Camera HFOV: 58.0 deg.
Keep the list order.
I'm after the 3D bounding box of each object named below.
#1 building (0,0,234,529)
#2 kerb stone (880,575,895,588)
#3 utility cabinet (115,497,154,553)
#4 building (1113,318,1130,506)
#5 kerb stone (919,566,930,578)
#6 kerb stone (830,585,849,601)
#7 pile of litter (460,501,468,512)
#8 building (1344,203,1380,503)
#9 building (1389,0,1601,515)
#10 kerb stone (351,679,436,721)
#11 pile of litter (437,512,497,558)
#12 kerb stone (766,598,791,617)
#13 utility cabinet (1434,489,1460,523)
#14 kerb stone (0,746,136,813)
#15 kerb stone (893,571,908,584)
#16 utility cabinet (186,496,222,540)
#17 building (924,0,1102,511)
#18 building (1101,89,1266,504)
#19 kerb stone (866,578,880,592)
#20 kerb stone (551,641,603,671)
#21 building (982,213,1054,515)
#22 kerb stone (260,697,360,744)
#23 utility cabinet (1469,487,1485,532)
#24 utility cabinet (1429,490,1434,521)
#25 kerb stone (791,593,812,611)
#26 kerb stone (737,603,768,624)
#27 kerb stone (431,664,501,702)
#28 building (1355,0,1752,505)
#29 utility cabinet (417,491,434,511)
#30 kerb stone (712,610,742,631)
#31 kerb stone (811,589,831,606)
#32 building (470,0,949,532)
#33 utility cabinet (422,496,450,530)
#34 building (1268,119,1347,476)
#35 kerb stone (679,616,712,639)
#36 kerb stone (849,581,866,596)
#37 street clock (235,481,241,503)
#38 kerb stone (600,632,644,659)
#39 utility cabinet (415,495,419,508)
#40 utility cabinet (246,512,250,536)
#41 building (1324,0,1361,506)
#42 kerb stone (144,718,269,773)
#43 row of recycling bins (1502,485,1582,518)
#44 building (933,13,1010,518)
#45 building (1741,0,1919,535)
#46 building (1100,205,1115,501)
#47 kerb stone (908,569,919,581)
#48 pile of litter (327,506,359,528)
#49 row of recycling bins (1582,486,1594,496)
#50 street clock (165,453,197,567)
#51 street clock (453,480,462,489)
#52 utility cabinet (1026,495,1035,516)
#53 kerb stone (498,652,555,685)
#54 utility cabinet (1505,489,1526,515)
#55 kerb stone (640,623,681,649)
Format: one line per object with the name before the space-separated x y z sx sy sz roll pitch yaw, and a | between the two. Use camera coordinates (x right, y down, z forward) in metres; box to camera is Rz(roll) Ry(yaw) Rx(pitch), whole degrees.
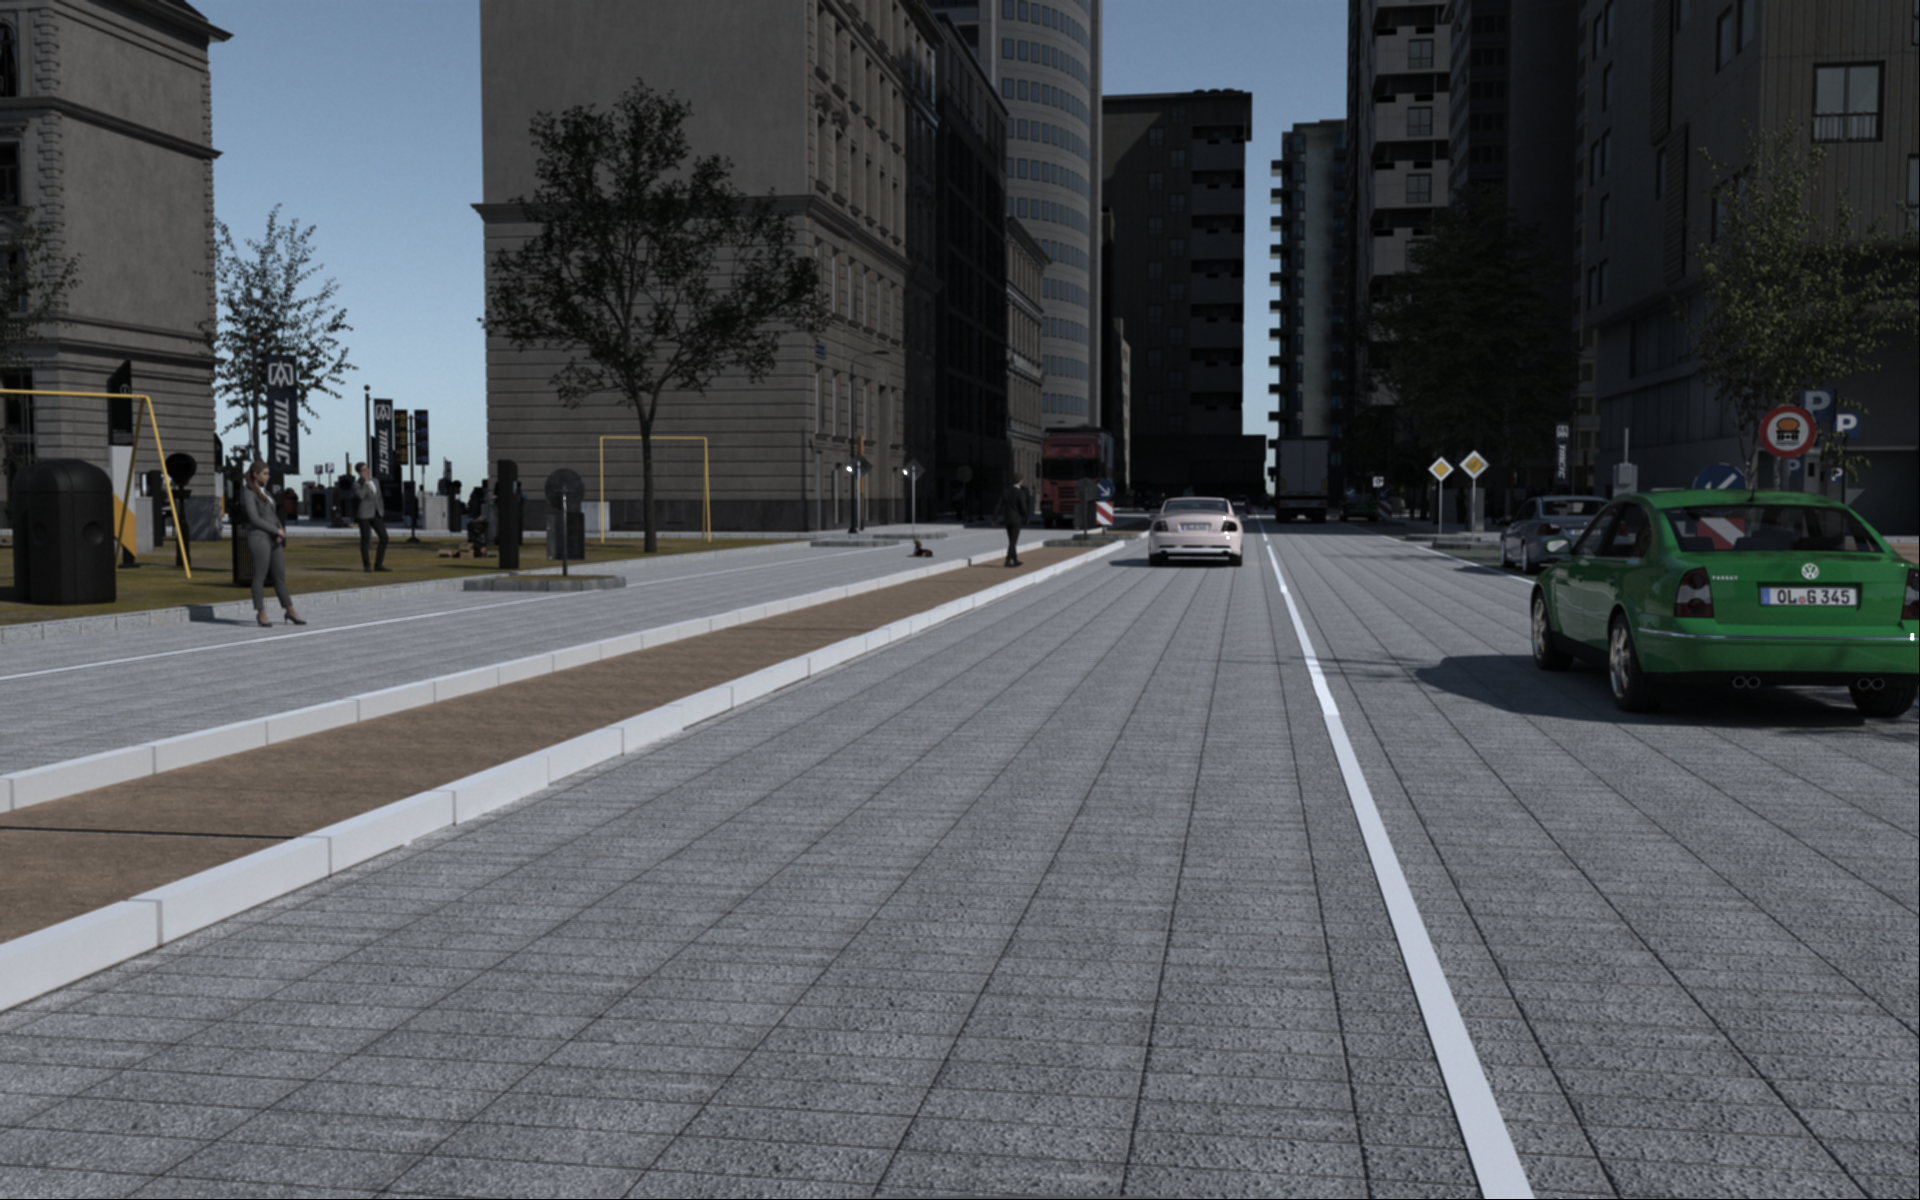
building | -40.521 -14.611 67.768 19.941 23.489 11.050 1 4 9
kerb stone | -1.197 -0.260 26.511 0.120 0.150 1.000 1 4 9
utility cabinet | -18.219 -1.634 37.875 1.020 1.237 0.306 -2 4 -34
building | 3.567 -21.305 193.367 28.899 21.520 27.650 1 4 9
kerb stone | -0.704 -0.448 29.537 0.120 0.150 1.000 1 4 9
kerb stone | -1.717 -0.079 23.480 0.120 0.150 1.000 1 4 9
pile of litter | -30.655 -5.713 107.373 1.176 0.858 1.719 -2 4 -27
building | 45.514 -24.519 172.580 14.160 30.474 14.107 1 4 9
building | 44.891 -25.698 112.045 32.217 40.220 23.993 1 4 9
kerb stone | -3.734 0.664 11.341 0.120 0.150 1.000 1 4 9
pile of litter | -10.020 -1.296 35.158 1.176 0.858 1.719 -1 4 -18
kerb stone | -2.214 0.107 20.445 0.120 0.150 1.000 1 4 9
utility cabinet | 21.860 -4.189 77.174 1.173 1.500 0.318 3 5 44
kerb stone | -4.241 0.849 8.310 0.120 0.150 1.000 1 4 9
kerb stone | -1.030 -0.326 27.519 0.120 0.150 1.000 1 4 9
utility cabinet | -21.195 -2.289 48.592 1.020 1.237 0.306 1 4 21
building | 0.259 -36.932 145.829 21.231 58.520 28.212 1 4 9
building | 26.303 -39.015 227.138 27.495 52.752 28.713 1 4 9
kerb stone | -1.374 -0.199 25.504 0.120 0.150 1.000 1 4 9
kerb stone | -3.227 0.478 14.372 0.120 0.150 1.000 1 4 9
building | -0.651 -17.154 116.626 11.583 22.565 21.152 1 4 9
kerb stone | -3.905 0.729 10.330 0.120 0.150 1.000 1 4 9
utility cabinet | 17.398 -3.033 58.262 0.318 1.500 1.173 0 4 7
utility cabinet | 22.387 -4.419 80.925 0.318 1.500 1.173 -1 4 -20
kerb stone | -2.047 0.048 21.453 0.120 0.150 1.000 1 4 9
kerb stone | -2.383 0.169 19.434 0.120 0.150 1.000 1 4 9
kerb stone | -3.564 0.602 12.350 0.120 0.150 1.000 1 4 9
building | 48.996 -34.314 150.273 28.713 52.752 27.495 1 4 9
utility cabinet | -40.648 -7.528 131.755 1.173 1.500 0.318 -3 5 -41
kerb stone | -2.551 0.237 18.425 0.120 0.150 1.000 1 4 9
kerb stone | -1.880 -0.012 22.462 0.120 0.150 1.000 1 4 9
building | -8.655 -16.680 69.983 12.463 27.353 25.104 1 4 9
utility cabinet | -18.539 -3.075 61.432 1.020 1.237 0.306 -3 5 -42
building | 54.737 -36.714 219.887 30.456 49.044 23.786 1 4 9
kerb stone | -2.724 0.293 17.401 0.120 0.150 1.000 1 4 9
kerb stone | -1.536 -0.136 24.495 0.120 0.150 1.000 1 4 9
street clock | -38.734 -5.395 92.777 0.358 2.002 0.471 3 5 42
kerb stone | -3.061 0.417 15.385 0.120 0.150 1.000 1 4 9
utility cabinet | -38.066 -6.734 121.260 0.306 1.237 1.020 -1 4 -14
utility cabinet | -19.591 -2.301 48.790 1.020 1.237 0.306 -1 4 -19
building | 50.625 -45.859 188.053 20.563 71.187 20.611 1 4 9
kerb stone | -4.068 0.788 9.317 0.120 0.150 1.000 1 4 9
row of recycling bins | 27.433 -4.589 82.150 3.534 1.692 1.069 3 5 44
building | -5.860 -18.408 94.482 14.314 27.812 24.014 1 4 9
building | 38.449 -28.861 61.117 27.495 52.752 28.713 1 4 9
building | 7.316 -24.206 167.464 14.160 30.474 14.107 1 4 9
kerb stone | -0.875 -0.387 28.529 0.120 0.150 1.000 1 4 9
pile of litter | -23.287 -3.144 65.368 1.176 0.858 1.719 -1 4 -20
row of recycling bins | 33.550 -5.315 94.006 1.069 1.692 3.534 -1 4 -11
street clock | -13.704 -1.586 30.504 0.471 2.002 0.358 0 4 -6
street clock | -26.522 -5.305 91.302 0.471 2.002 0.358 -2 4 -29
utility cabinet | 4.030 -5.404 99.521 0.306 1.237 1.020 1 4 19
kerb stone | -3.399 0.542 13.365 0.120 0.150 1.000 1 4 9
utility cabinet | 25.653 -4.359 79.955 1.173 1.500 0.318 -3 4 -36
kerb stone | -2.888 0.355 16.392 0.120 0.150 1.000 1 4 9
